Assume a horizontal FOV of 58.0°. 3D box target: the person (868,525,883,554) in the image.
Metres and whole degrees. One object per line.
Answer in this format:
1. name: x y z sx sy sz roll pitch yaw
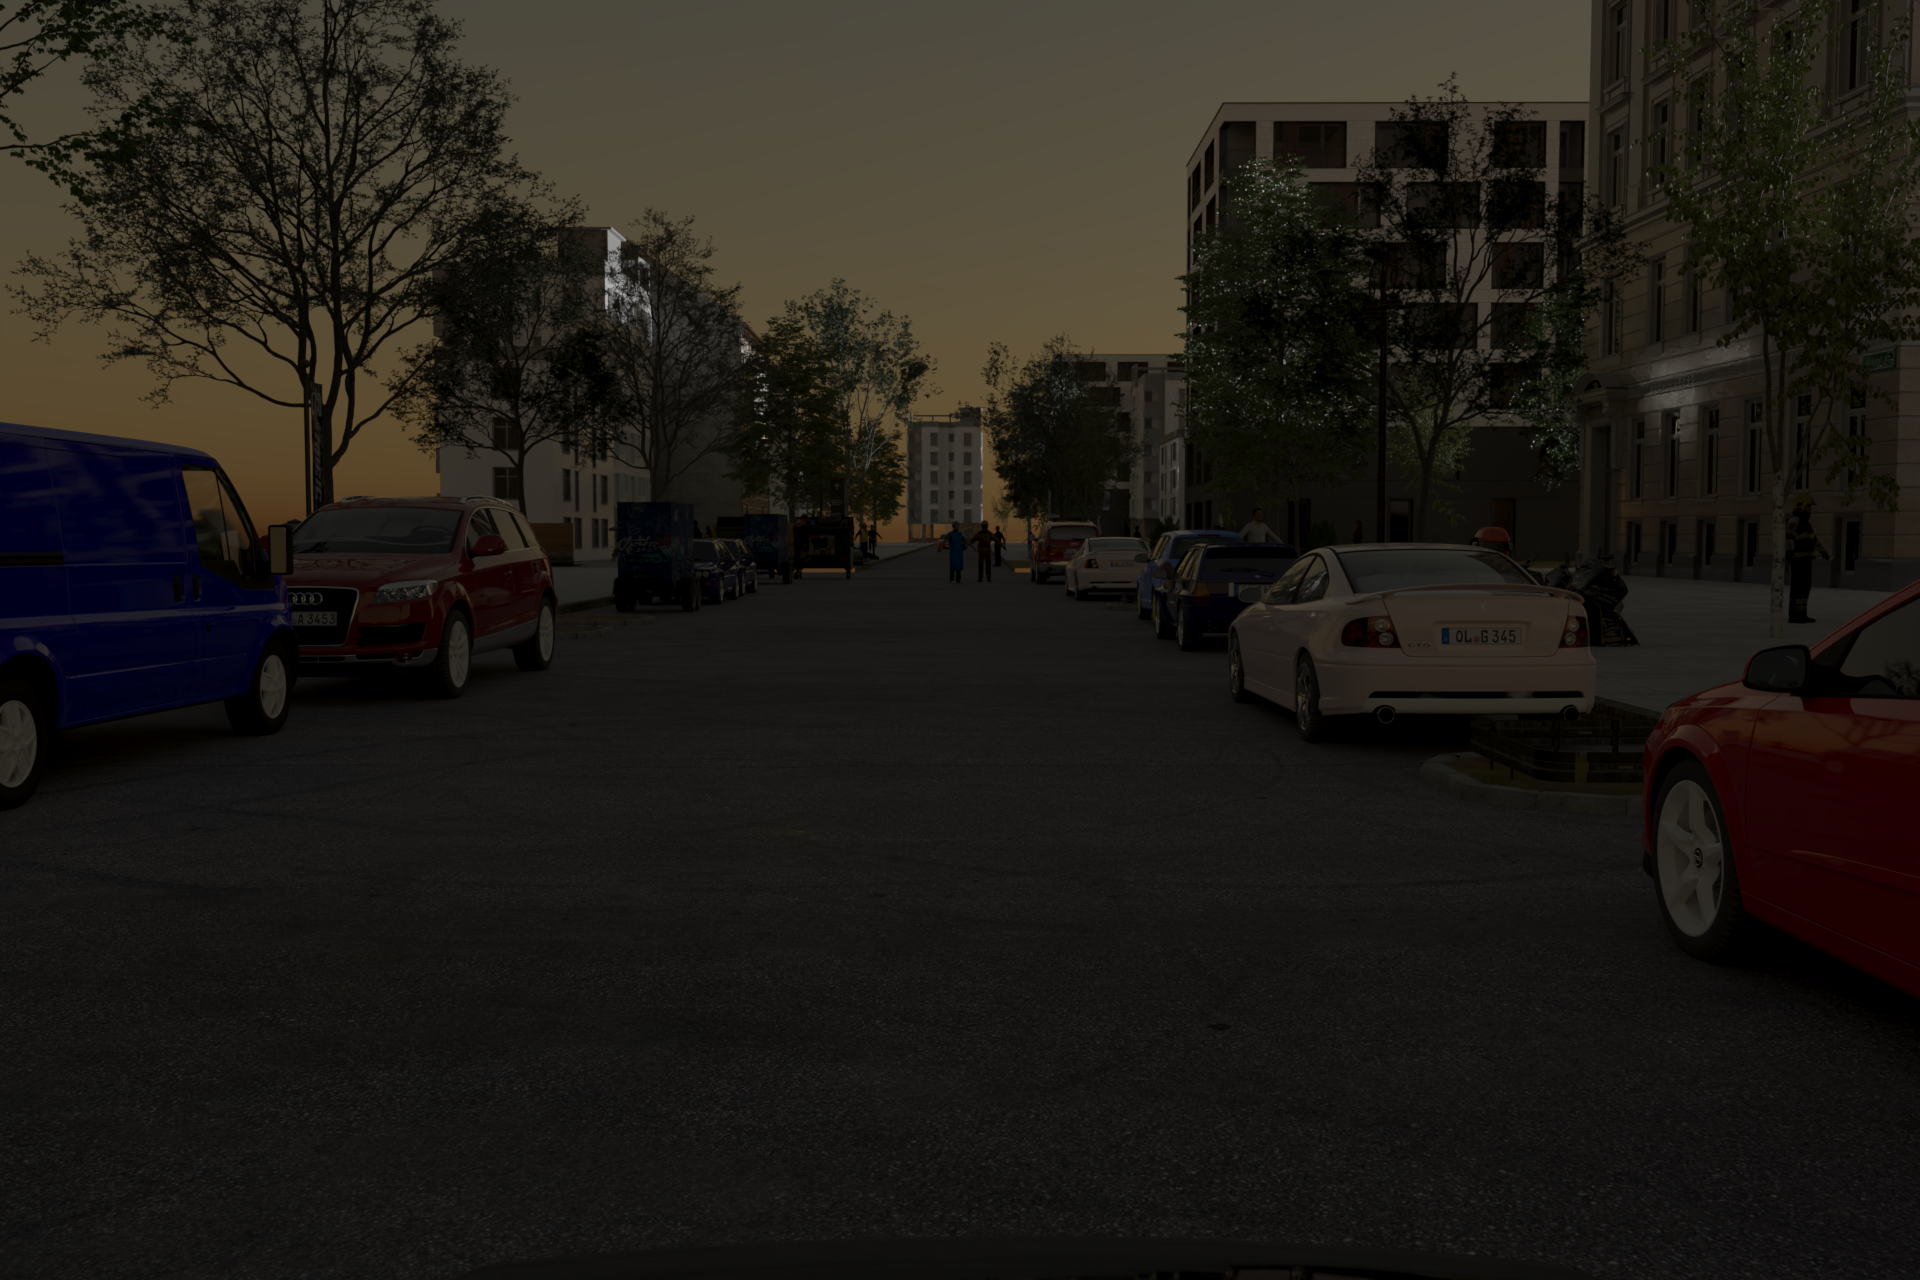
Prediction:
1. person: -5.173 -5.839 101.401 1.347 1.837 0.705 1 4 8

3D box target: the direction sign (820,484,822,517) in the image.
1. direction sign: -6.261 -5.270 78.167 0.379 3.537 0.876 0 4 1

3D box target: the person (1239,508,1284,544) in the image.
1. person: 6.045 -1.774 35.166 1.344 1.810 0.704 -1 4 -21

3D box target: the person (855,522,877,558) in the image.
1. person: -4.313 -4.419 78.221 1.349 1.833 0.705 -3 5 -44

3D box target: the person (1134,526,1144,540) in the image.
1. person: 9.745 -5.365 94.437 0.721 1.740 1.216 -1 4 -16

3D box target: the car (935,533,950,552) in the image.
1. car: -0.899 -7.970 139.352 2.155 1.783 4.494 0 4 0

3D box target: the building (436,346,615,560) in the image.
1. building: -22.694 -9.134 91.484 9.099 9.664 28.070 0 3 0

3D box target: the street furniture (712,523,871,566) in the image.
1. street furniture: -6.687 -3.941 71.292 11.010 1.723 9.812 0 4 -4

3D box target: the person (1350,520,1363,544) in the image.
1. person: 12.664 -2.976 55.462 0.721 1.729 1.215 2 4 24

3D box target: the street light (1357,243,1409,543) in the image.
1. street light: 6.761 -3.367 27.837 0.468 5.910 1.993 0 3 0

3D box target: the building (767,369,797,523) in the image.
1. building: -24.818 -20.899 198.119 16.016 20.090 11.380 0 4 -1

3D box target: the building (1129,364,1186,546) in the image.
1. building: 24.126 -20.570 192.738 16.016 20.090 11.380 0 4 1

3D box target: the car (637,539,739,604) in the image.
1. car: -5.703 -1.462 36.485 1.945 1.354 3.894 0 3 0

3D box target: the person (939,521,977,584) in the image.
1. person: -0.100 -2.526 49.888 1.347 1.817 0.704 -3 4 -39

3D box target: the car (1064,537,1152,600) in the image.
1. car: 3.394 -1.614 38.750 2.083 1.381 4.827 0 4 -1

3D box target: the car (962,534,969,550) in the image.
1. car: -0.192 -9.136 159.161 2.009 1.686 4.222 0 4 -1

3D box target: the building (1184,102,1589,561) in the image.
1. building: 26.480 -15.570 98.541 27.936 21.610 32.646 0 4 0

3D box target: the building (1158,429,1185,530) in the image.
1. building: 21.887 -12.012 138.537 9.099 9.664 28.070 0 4 0

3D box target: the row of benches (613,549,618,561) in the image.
1. row of benches: -15.610 -4.186 83.901 1.422 0.672 4.104 1 4 18

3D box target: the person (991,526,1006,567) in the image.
1. person: 1.637 -4.133 76.249 0.704 1.802 1.346 3 4 39

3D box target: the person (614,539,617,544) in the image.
1. person: -12.350 -3.617 65.279 1.346 1.812 0.704 -1 4 -9

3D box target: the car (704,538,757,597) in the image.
1. car: -5.818 -1.734 40.938 1.945 1.354 3.894 0 4 0

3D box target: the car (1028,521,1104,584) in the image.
1. car: 3.159 -2.578 50.818 2.281 1.827 5.304 0 4 0

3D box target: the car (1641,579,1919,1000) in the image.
1. car: 3.346 0.275 4.543 2.155 1.783 4.494 0 4 0

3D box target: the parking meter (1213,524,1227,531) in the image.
1. parking meter: 6.841 -2.272 45.561 0.372 1.533 0.369 0 3 0

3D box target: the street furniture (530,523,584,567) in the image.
1. street furniture: -19.700 -3.860 69.967 9.812 1.723 11.010 -1 4 -11

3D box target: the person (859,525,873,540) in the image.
1. person: -5.437 -5.713 99.596 0.705 1.806 1.347 -3 4 -37

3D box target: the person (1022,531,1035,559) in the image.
1. person: 3.603 -4.949 90.188 0.599 1.433 0.991 3 5 44

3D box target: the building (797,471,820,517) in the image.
1. building: -22.798 -17.523 228.652 9.099 9.664 28.070 0 4 1

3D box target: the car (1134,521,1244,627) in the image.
1. car: 3.822 -1.125 27.989 1.945 1.707 3.694 0 4 0

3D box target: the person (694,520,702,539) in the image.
1. person: -10.007 -3.611 65.218 0.705 1.806 1.347 1 4 20

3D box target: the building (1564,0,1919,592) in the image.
1. building: 26.749 -15.976 47.119 13.634 28.700 20.117 0 4 0

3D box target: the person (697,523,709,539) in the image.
1. person: -11.759 -4.377 77.428 1.347 1.847 0.705 -1 4 -13

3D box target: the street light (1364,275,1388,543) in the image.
1. street light: 7.997 -3.541 30.433 1.470 5.913 1.316 0 3 0

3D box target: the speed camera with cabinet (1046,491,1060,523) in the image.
1. speed camera with cabinet: 4.239 -5.117 78.005 0.660 3.252 2.038 0 4 1

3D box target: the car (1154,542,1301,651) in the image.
1. car: 3.545 -0.606 22.486 1.945 1.354 3.894 0 3 0

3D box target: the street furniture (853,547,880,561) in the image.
1. street furniture: -8.840 -4.169 83.794 10.072 0.657 5.734 0 4 1

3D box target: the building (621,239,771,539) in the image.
1. building: -25.098 -18.547 134.180 19.493 23.208 18.063 0 4 0

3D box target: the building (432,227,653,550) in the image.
1. building: -26.485 -15.390 108.039 16.016 20.090 11.380 0 4 0

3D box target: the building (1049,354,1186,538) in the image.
1. building: 24.802 -22.564 212.898 27.936 21.610 32.646 0 4 1

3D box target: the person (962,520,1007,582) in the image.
1. person: 0.736 -2.673 51.926 1.354 1.858 0.705 0 4 5

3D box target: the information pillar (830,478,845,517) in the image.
1. information pillar: -5.619 -5.523 79.685 0.750 3.857 0.750 0 4 1

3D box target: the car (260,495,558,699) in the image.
1. car: -5.359 -0.494 16.744 2.281 1.827 5.304 0 4 0

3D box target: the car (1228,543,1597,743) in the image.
1. car: 3.267 -0.056 13.278 2.083 1.381 4.827 0 4 -1

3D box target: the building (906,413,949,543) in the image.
1. building: -7.717 -24.662 262.099 11.380 20.090 16.016 0 4 -1

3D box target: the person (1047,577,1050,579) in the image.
1. person: 2.674 -2.838 55.321 0.721 1.772 1.216 1 4 22

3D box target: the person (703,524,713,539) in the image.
1. person: -14.994 -5.949 103.047 0.705 1.856 1.354 1 4 12

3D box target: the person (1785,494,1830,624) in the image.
1. person: 12.132 -1.171 24.919 1.351 1.858 0.704 -3 5 -43
